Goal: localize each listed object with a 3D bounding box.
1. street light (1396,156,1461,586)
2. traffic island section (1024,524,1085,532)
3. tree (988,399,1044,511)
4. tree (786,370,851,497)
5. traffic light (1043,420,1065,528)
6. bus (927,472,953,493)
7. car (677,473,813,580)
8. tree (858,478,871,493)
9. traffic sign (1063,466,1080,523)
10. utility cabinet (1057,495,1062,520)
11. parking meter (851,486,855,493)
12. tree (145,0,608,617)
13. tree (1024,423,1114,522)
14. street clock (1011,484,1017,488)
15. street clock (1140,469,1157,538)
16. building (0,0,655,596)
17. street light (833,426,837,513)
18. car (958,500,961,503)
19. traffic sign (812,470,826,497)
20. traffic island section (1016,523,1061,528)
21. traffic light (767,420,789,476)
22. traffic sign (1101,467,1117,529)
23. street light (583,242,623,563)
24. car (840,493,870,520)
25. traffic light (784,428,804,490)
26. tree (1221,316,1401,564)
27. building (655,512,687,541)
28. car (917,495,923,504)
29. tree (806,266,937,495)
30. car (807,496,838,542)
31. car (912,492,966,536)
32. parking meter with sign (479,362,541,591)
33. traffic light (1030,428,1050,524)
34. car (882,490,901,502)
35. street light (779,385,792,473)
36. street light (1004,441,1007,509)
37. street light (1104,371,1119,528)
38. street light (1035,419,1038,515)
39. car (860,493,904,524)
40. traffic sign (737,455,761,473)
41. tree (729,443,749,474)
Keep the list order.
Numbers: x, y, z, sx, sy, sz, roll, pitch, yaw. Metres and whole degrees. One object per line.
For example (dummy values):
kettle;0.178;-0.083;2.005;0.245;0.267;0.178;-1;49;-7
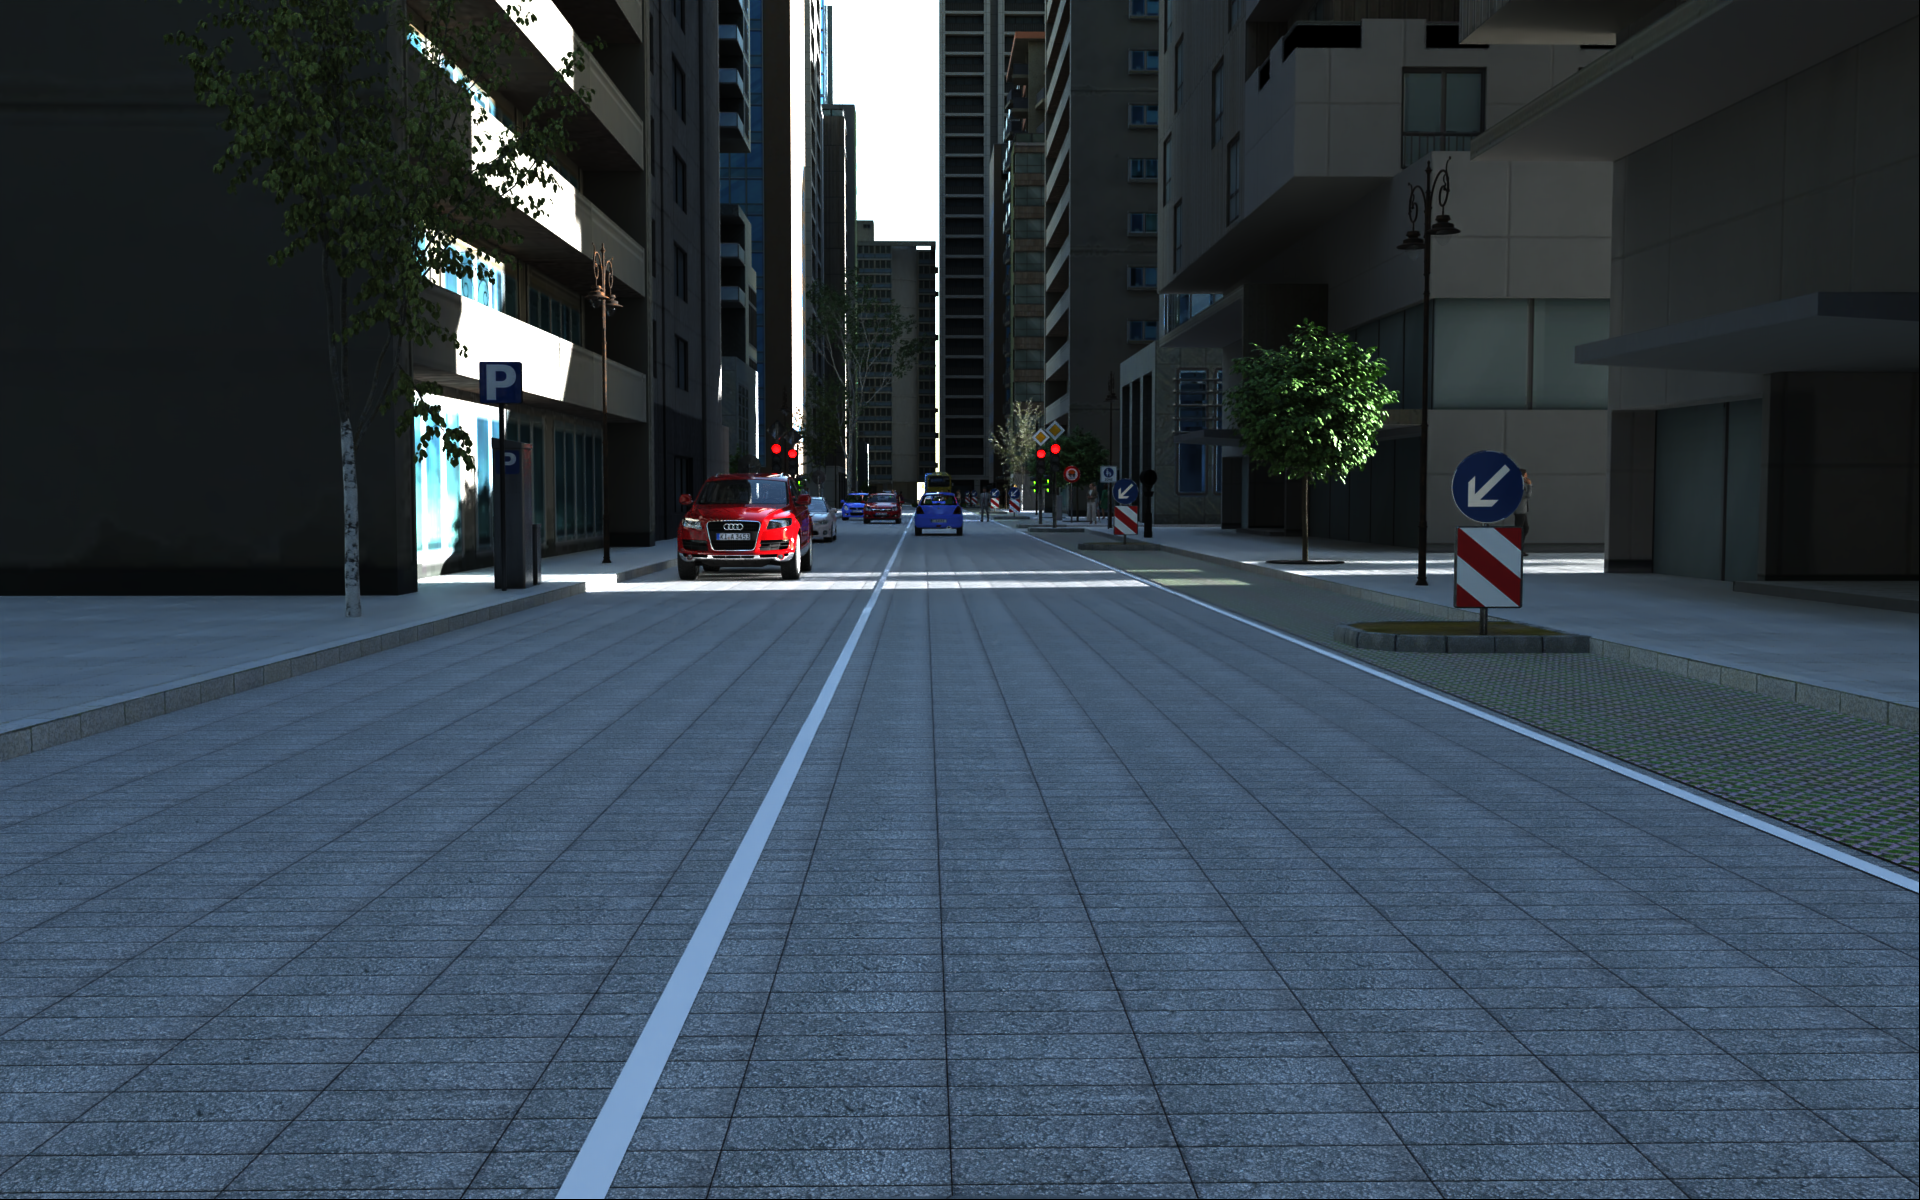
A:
street light;6.498;-3.144;24.184;0.468;5.910;1.993;0;4;-1
traffic island section;3.614;-2.659;65.757;2.009;0.180;2.903;0;4;-1
tree;4.518;-11.103;131.893;4.360;8.622;3.978;0;3;0
tree;-8.285;-9.333;102.955;4.737;8.622;4.395;0;3;0
traffic light;3.574;-4.692;65.642;0.839;4.253;0.868;0;4;-1
bus;-2.207;-12.235;191.584;2.896;3.916;12.252;0;4;0
car;-3.740;-1.349;30.737;2.281;1.827;5.304;0;4;-1
tree;-10.899;-12.621;200.955;1.663;3.219;1.824;0;3;0
traffic sign;5.038;-4.768;78.070;0.768;2.556;0.104;0;4;4
utility cabinet;4.827;-4.546;85.482;0.306;1.237;1.020;0;4;-5
parking meter;-8.198;-7.780;132.916;0.255;1.863;0.399;0;4;4
tree;-6.117;-4.124;17.798;4.737;8.622;4.395;0;3;0
tree;5.443;-5.919;80.486;4.285;4.588;4.351;0;3;0
street clock;3.957;-7.465;126.620;0.358;2.002;0.471;3;4;37
street clock;5.543;-2.840;51.000;0.471;2.002;0.358;-2;4;-24
building;-17.971;-24.891;30.675;21.300;48.544;21.600;0;4;-1
street light;-8.289;-8.714;115.262;0.468;5.910;1.993;0;4;-1
car;-0.927;-5.181;94.302;1.945;1.707;3.694;0;4;-2
traffic sign;-7.561;-5.660;92.654;0.768;2.556;0.104;1;4;8
traffic island section;3.448;-3.147;73.740;2.009;0.180;2.903;0;4;-1
traffic light;-6.885;-4.678;65.410;0.839;4.253;0.868;0;4;-1
traffic sign;5.399;-3.722;62.977;0.606;2.300;0.079;0;4;2
street light;-6.575;-3.625;32.058;0.468;5.910;1.993;0;4;-1
car;-5.575;-5.233;95.158;1.945;1.707;3.694;0;4;0
traffic light;-7.051;-5.167;73.393;0.839;4.253;0.868;0;4;-1
tree;6.506;-2.962;32.148;4.285;4.588;4.351;0;3;0
building;-18.558;-37.483;51.098;20.611;71.187;20.563;0;4;-1
car;-2.270;-7.320;132.046;2.083;1.381;4.827;0;3;0
tree;-8.085;-17.503;142.065;12.611;20.169;13.585;0;3;0
car;-4.748;-2.476;52.847;2.083;1.381;4.827;0;4;-2
car;-0.741;-3.145;61.008;1.945;1.707;3.694;0;4;0
parking meter with sign;-6.099;-1.678;23.703;0.543;3.016;1.738;0;4;-4
traffic light;3.408;-5.181;73.625;0.839;4.253;0.868;0;4;-1
car;-6.899;-9.822;169.265;2.281;1.827;5.304;0;4;-1
street light;-7.430;-6.168;73.629;0.468;5.910;1.993;0;4;-1
street light;3.928;-10.732;148.250;0.468;5.910;1.993;0;4;-1
street light;5.686;-5.656;65.262;0.468;5.910;1.993;0;4;-1
street light;4.733;-8.203;106.902;0.468;5.910;1.993;0;4;-1
car;-3.790;-4.644;84.964;2.155;1.783;4.494;0;4;-1
traffic sign;-6.795;-3.409;55.837;0.768;2.556;0.104;0;4;3
tree;-8.410;-4.297;64.850;1.663;3.219;1.824;0;3;0
